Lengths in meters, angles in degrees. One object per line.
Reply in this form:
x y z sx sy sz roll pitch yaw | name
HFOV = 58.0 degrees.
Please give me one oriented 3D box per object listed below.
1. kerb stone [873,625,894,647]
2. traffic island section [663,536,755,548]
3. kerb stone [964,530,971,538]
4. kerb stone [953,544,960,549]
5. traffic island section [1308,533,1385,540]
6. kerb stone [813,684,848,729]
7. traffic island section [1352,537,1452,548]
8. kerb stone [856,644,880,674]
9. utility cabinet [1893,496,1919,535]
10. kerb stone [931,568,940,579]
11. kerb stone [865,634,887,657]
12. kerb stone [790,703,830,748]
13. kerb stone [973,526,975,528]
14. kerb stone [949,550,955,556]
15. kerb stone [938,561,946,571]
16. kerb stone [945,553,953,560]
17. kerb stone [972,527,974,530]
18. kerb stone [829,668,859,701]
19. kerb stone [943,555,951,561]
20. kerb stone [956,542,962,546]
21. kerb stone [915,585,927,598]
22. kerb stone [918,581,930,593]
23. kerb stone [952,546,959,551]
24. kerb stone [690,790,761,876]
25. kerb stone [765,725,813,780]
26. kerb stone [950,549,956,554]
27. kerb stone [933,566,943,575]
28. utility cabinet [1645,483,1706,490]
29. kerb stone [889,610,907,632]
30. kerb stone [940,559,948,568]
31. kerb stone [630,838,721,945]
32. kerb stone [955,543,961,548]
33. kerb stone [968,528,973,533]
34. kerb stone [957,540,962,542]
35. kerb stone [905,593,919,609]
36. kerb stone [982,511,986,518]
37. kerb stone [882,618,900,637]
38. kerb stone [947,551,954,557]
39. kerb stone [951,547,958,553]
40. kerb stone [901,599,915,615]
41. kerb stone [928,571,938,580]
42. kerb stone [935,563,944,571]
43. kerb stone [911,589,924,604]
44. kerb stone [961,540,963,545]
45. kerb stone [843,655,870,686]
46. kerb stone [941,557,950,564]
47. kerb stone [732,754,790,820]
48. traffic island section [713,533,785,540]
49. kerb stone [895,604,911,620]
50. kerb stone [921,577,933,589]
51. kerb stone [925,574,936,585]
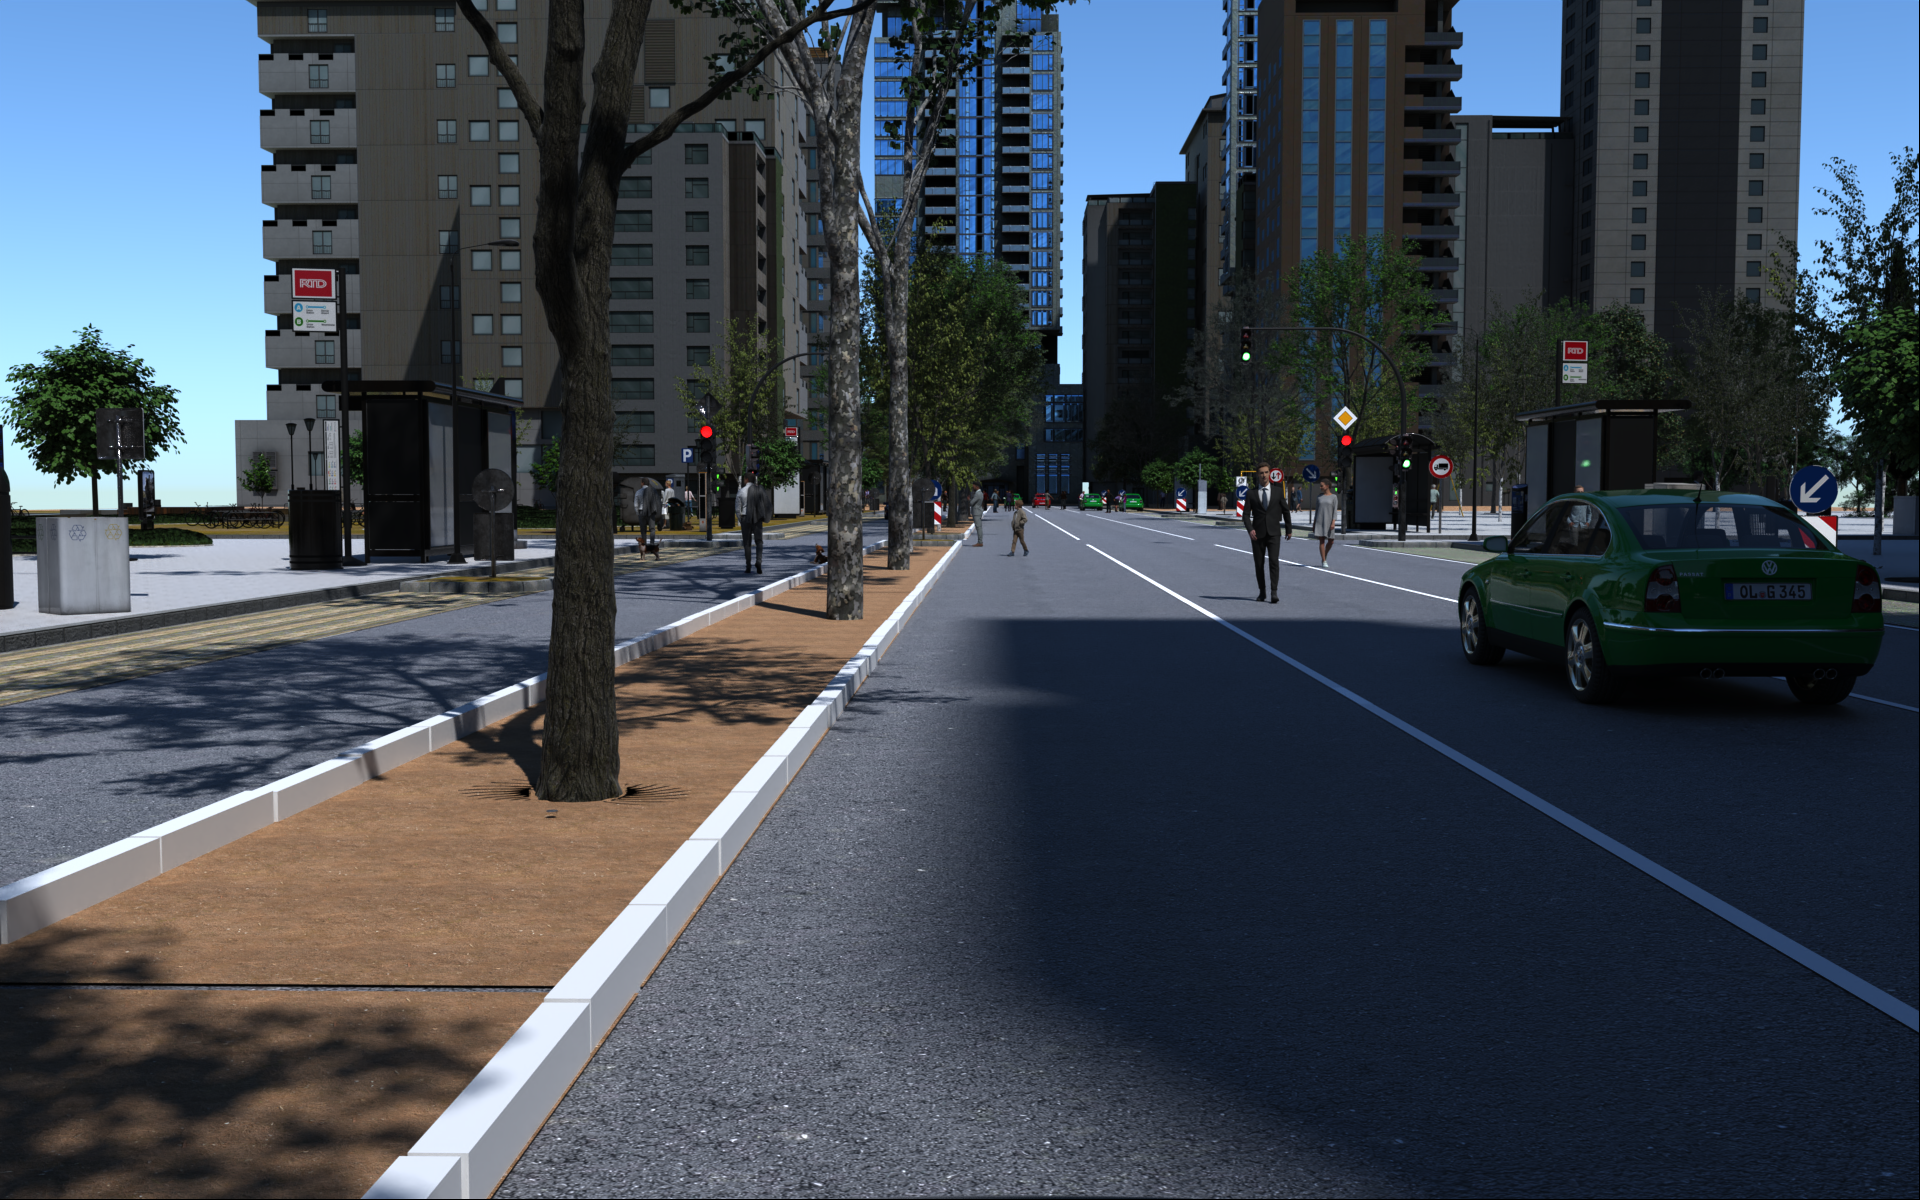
-0.731 0.369 16.168 0.120 0.150 1.000 0 4 1 | kerb stone
-6.941 -1.562 47.815 2.009 0.180 2.903 0 4 1 | traffic island section
0.198 -2.109 56.678 0.120 0.150 1.000 0 4 1 | kerb stone
-0.144 -1.198 41.824 0.120 0.150 1.000 0 4 1 | kerb stone
12.278 -2.023 55.359 2.009 0.180 2.903 0 4 1 | traffic island section
-0.838 0.682 11.056 0.120 0.150 1.000 0 4 1 | kerb stone
12.095 -1.535 47.376 2.009 0.180 2.903 0 4 1 | traffic island section
-0.766 0.499 14.125 0.120 0.150 1.000 0 4 1 | kerb stone
29.790 -2.645 54.399 0.306 1.237 1.020 -1 4 -10 | utility cabinet
-0.451 -0.385 28.514 0.120 0.150 1.000 0 4 1 | kerb stone
-0.752 0.433 15.147 0.120 0.150 1.000 0 4 1 | kerb stone
-0.875 0.745 10.034 0.120 0.150 1.000 0 4 1 | kerb stone
0.389 -2.606 64.873 0.120 0.150 1.000 0 4 1 | kerb stone
-0.240 -0.944 37.720 0.120 0.150 1.000 0 4 1 | kerb stone
-0.378 -0.569 31.579 0.120 0.150 1.000 0 4 1 | kerb stone
-0.280 -0.822 35.677 0.120 0.150 1.000 0 4 1 | kerb stone
0.342 -2.485 62.822 0.120 0.150 1.000 0 4 1 | kerb stone
-0.821 0.619 12.082 0.120 0.150 1.000 0 4 1 | kerb stone
-0.306 -0.762 34.650 0.120 0.150 1.000 0 4 1 | kerb stone
-0.092 -1.326 43.872 0.120 0.150 1.000 0 4 1 | kerb stone
-0.557 -0.070 23.389 0.120 0.150 1.000 0 4 1 | kerb stone
-0.545 -0.136 24.417 0.120 0.150 1.000 0 4 1 | kerb stone
-0.166 -1.134 40.799 0.120 0.150 1.000 0 4 1 | kerb stone
-0.938 0.932 6.952 0.120 0.150 1.000 0 4 1 | kerb stone
-0.893 0.807 8.999 0.120 0.150 1.000 0 4 1 | kerb stone
-0.210 -1.003 38.742 0.120 0.150 1.000 0 4 1 | kerb stone
-0.418 -0.449 29.535 0.120 0.150 1.000 0 4 1 | kerb stone
15.338 -1.744 37.193 1.173 1.500 0.318 2 4 35 | utility cabinet
-0.674 0.245 18.244 0.120 0.150 1.000 0 4 1 | kerb stone
-0.346 -0.636 32.600 0.120 0.150 1.000 0 4 1 | kerb stone
-0.967 0.997 5.930 0.120 0.150 1.000 0 4 1 | kerb stone
-0.116 -1.263 42.845 0.120 0.150 1.000 0 4 1 | kerb stone
0.288 -2.360 60.778 0.120 0.150 1.000 0 4 1 | kerb stone
-0.072 -1.389 44.900 0.120 0.150 1.000 0 4 1 | kerb stone
-0.616 0.055 21.331 0.120 0.150 1.000 0 4 1 | kerb stone
1.484 -5.554 112.997 0.120 0.150 1.000 0 4 1 | kerb stone
-0.709 0.311 17.206 0.120 0.150 1.000 0 4 1 | kerb stone
-0.257 -0.887 36.698 0.120 0.150 1.000 0 4 1 | kerb stone
-0.186 -1.075 39.769 0.120 0.150 1.000 0 4 1 | kerb stone
-0.636 0.125 20.302 0.120 0.150 1.000 0 4 1 | kerb stone
-0.470 -0.320 27.486 0.120 0.150 1.000 0 4 1 | kerb stone
-0.396 -0.511 30.557 0.120 0.150 1.000 0 4 1 | kerb stone
-0.586 -0.010 22.364 0.120 0.150 1.000 0 4 1 | kerb stone
-0.044 -1.448 45.927 0.120 0.150 1.000 0 4 1 | kerb stone
-0.801 0.556 13.103 0.120 0.150 1.000 0 4 1 | kerb stone
-0.326 -0.699 33.629 0.120 0.150 1.000 0 4 1 | kerb stone
-0.918 0.871 7.978 0.120 0.150 1.000 0 4 1 | kerb stone
-6.758 -2.050 55.798 2.009 0.180 2.903 0 4 1 | traffic island section
-0.657 0.180 19.275 0.120 0.150 1.000 0 4 1 | kerb stone
-0.519 -0.198 25.438 0.120 0.150 1.000 0 4 1 | kerb stone
-0.490 -0.261 26.464 0.120 0.150 1.000 0 4 1 | kerb stone
